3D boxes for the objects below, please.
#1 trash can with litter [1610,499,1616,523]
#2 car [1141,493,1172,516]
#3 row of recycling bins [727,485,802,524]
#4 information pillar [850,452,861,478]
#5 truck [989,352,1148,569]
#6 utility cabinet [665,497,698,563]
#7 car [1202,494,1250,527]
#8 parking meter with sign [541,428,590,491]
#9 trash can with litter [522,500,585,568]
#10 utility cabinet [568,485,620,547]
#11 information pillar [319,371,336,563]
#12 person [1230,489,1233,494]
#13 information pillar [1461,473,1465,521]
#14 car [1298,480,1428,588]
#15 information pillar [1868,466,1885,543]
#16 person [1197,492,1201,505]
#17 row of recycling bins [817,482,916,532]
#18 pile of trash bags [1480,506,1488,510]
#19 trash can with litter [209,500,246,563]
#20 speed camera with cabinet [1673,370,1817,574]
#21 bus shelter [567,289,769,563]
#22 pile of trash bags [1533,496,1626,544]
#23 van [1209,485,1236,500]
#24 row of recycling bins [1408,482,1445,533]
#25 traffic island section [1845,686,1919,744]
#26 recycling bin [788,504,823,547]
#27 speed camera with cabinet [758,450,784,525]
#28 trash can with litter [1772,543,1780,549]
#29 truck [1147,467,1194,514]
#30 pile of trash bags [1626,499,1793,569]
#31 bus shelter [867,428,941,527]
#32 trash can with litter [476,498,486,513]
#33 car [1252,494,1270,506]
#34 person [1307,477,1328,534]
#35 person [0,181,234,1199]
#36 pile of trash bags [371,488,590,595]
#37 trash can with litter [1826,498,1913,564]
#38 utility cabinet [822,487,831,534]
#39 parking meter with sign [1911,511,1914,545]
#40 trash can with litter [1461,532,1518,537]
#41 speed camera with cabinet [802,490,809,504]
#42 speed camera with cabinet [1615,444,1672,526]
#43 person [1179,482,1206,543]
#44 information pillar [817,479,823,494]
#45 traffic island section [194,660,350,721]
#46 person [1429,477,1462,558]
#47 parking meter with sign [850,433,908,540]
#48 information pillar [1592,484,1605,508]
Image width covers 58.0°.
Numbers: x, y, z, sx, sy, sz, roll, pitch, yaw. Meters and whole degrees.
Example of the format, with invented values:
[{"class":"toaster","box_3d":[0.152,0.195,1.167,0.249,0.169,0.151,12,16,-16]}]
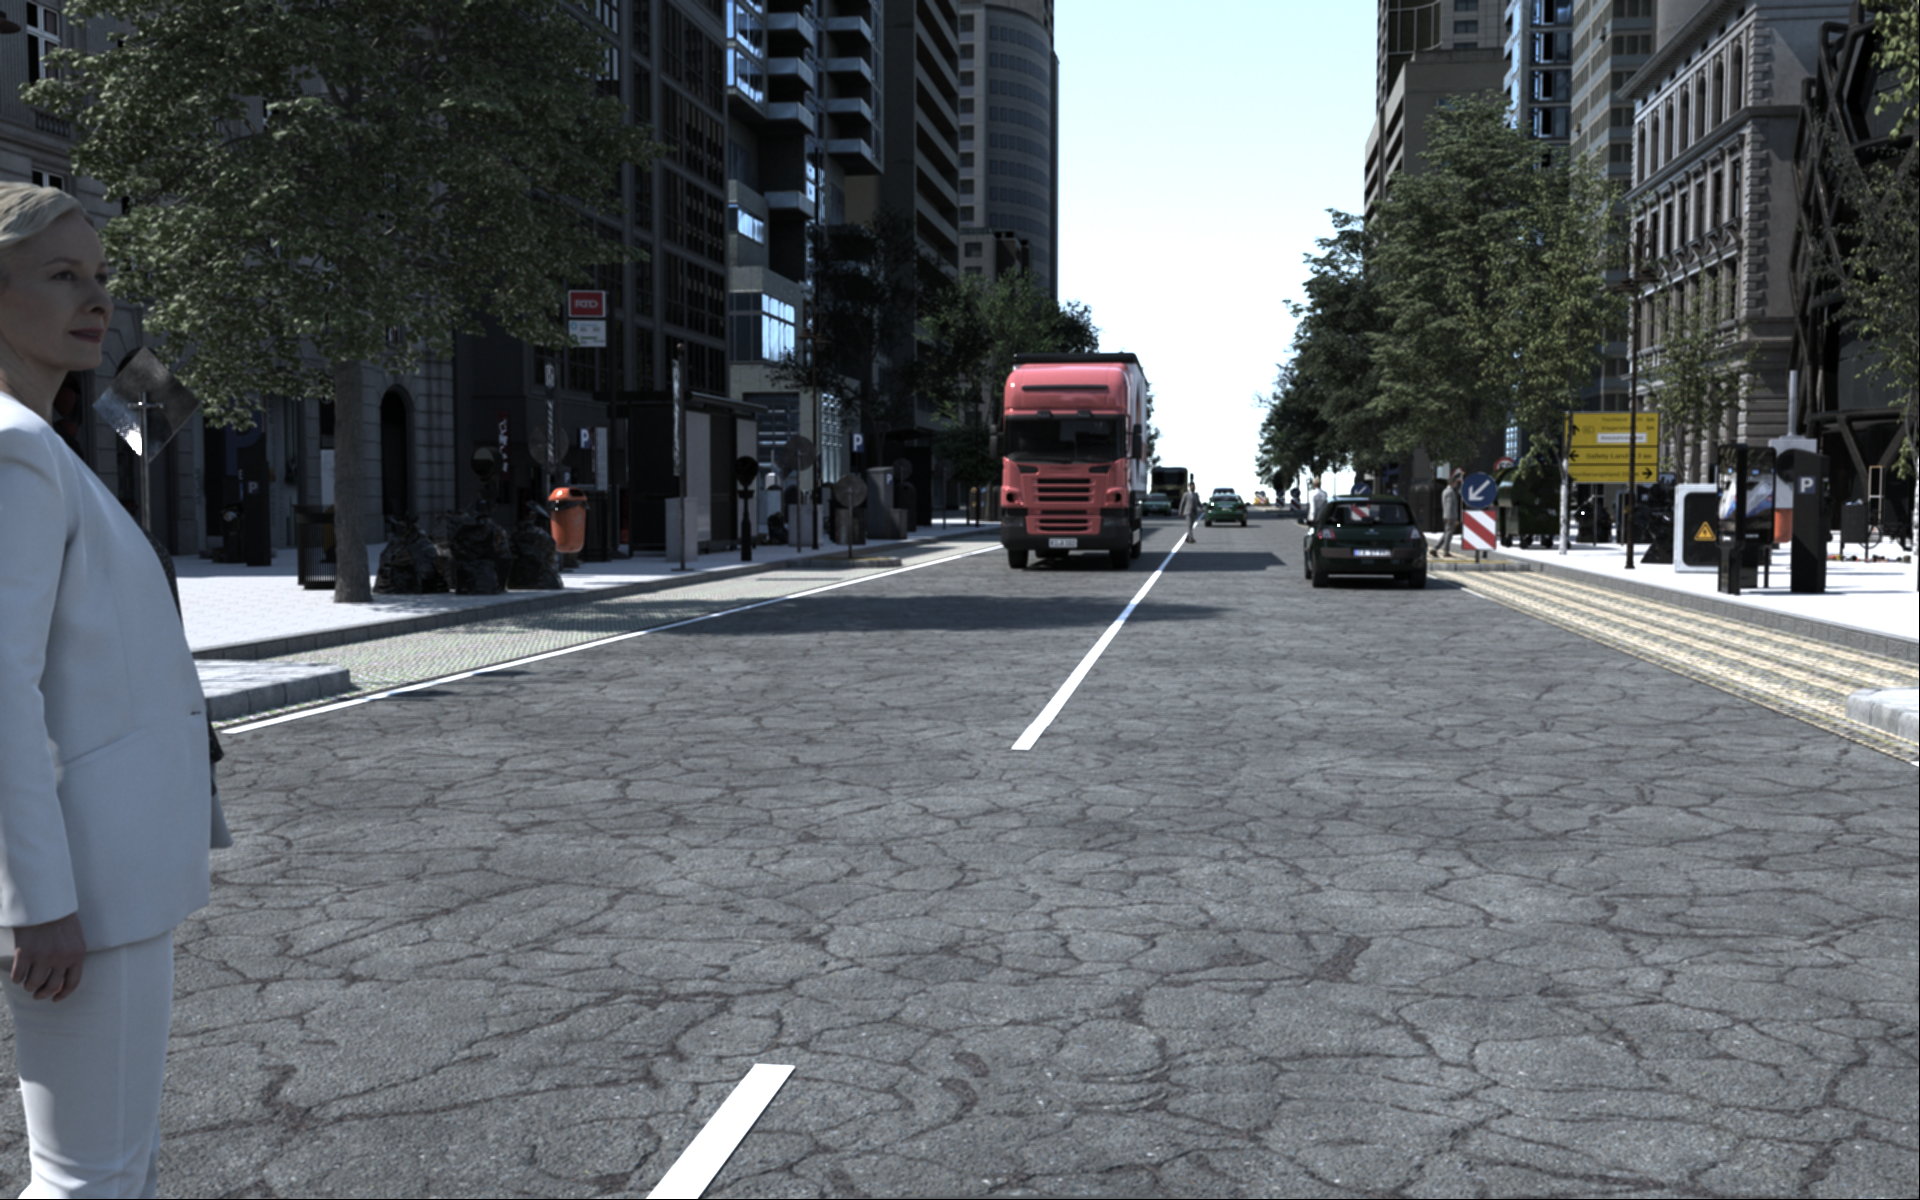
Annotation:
[{"class":"trash can with litter","box_3d":[28.770,-3.941,75.821,1.055,1.170,0.624,-2,4,-34]},{"class":"car","box_3d":[12.749,-6.340,112.455,1.959,1.807,4.718,1,4,10]},{"class":"row of recycling bins","box_3d":[-8.557,-4.202,75.819,3.534,1.692,1.069,1,4,15]},{"class":"information pillar","box_3d":[-4.055,-4.625,66.975,0.504,3.616,0.183,3,4,38]},{"class":"truck","box_3d":[2.572,-2.922,36.685,2.839,4.237,11.283,0,4,8]},{"class":"utility cabinet","box_3d":[-5.294,-1.330,32.899,0.306,1.237,1.020,1,4,11]},{"class":"car","box_3d":[11.826,-3.984,76.939,2.131,1.459,4.920,1,4,9]},{"class":"parking meter with sign","box_3d":[-10.731,-3.045,46.046,1.738,3.016,0.543,1,4,17]},{"class":"trash can with litter","box_3d":[-7.066,-1.148,30.159,1.055,1.170,0.624,0,4,8]},{"class":"utility cabinet","box_3d":[-8.743,-2.000,41.376,1.173,1.500,0.318,-1,4,-10]},{"class":"information pillar","box_3d":[-11.651,-2.498,32.198,0.504,3.616,0.183,0,4,5]},{"class":"person","box_3d":[16.073,-5.736,102.830,0.434,1.755,0.990,-1,4,-14]},{"class":"information pillar","box_3d":[17.421,-3.360,59.435,0.304,2.012,0.304,-2,4,-26]},{"class":"car","box_3d":[6.463,-1.103,27.819,2.009,1.686,4.222,1,4,9]},{"class":"information pillar","box_3d":[24.211,-2.525,45.769,0.304,2.012,0.304,3,5,42]},{"class":"person","box_3d":[31.336,-13.366,227.569,0.750,1.759,0.617,0,4,-8]},{"class":"row of recycling bins","box_3d":[-3.194,-3.185,59.193,3.534,1.692,1.069,1,4,14]},{"class":"pile of trash bags","box_3d":[22.048,-3.741,70.915,1.912,1.369,3.447,2,4,33]},{"class":"trash can with litter","box_3d":[-13.638,-1.275,32.238,1.055,1.170,0.624,3,4,37]},{"class":"speed camera with cabinet","box_3d":[12.608,-2.049,27.843,2.038,3.252,0.660,1,4,22]},{"class":"bus shelter","box_3d":[-6.219,-3.603,36.538,2.179,5.291,8.768,1,4,8]},{"class":"pile of trash bags","box_3d":[16.718,-2.207,45.839,1.912,1.369,3.447,-3,5,-45]},{"class":"van","box_3d":[16.658,-6.245,109.111,2.013,2.044,4.112,1,4,10]},{"class":"row of recycling bins","box_3d":[15.920,-3.190,59.275,1.069,1.692,3.534,0,4,7]},{"class":"traffic island section","box_3d":[6.505,0.748,10.046,2.009,0.180,2.903,1,4,8]},{"class":"recycling bin","box_3d":[-3.797,-1.839,42.619,0.722,1.027,0.722,1,4,10]},{"class":"speed camera with cabinet","box_3d":[-8.373,-4.800,72.812,0.660,3.252,2.038,2,4,33]},{"class":"trash can with litter","box_3d":[18.762,-1.772,40.353,0.624,1.170,1.055,1,4,13]},{"class":"truck","box_3d":[15.161,-7.909,125.231,3.469,3.379,9.791,0,4,8]},{"class":"pile of trash bags","box_3d":[13.742,-1.292,30.875,1.912,1.369,3.447,-1,4,-9]},{"class":"bus shelter","box_3d":[-2.052,-4.495,64.770,1.731,3.624,6.357,1,4,9]},{"class":"trash can with litter","box_3d":[-11.245,-1.879,41.775,1.678,1.210,2.233,1,4,9]},{"class":"car","box_3d":[34.735,-11.600,199.879,2.015,1.641,3.980,1,4,8]},{"class":"person","box_3d":[7.832,-1.775,37.749,0.478,1.798,0.641,0,4,-7]},{"class":"person","box_3d":[-1.266,0.372,2.293,0.514,1.842,0.818,2,4,35]},{"class":"pile of trash bags","box_3d":[-6.212,-0.844,23.546,1.912,1.369,3.447,2,4,24]},{"class":"trash can with litter","box_3d":[17.177,-1.320,32.639,1.678,1.210,2.233,-2,4,-32]},{"class":"utility cabinet","box_3d":[-4.295,-2.887,55.880,0.318,1.500,1.173,0,4,-4]},{"class":"parking meter with sign","box_3d":[24.410,-2.890,43.519,0.543,3.016,1.738,3,5,44]},{"class":"trash can with litter","box_3d":[15.902,-2.496,51.867,2.233,1.210,1.678,-1,4,-14]},{"class":"speed camera with cabinet","box_3d":[-7.687,-5.096,77.654,2.038,3.252,0.660,2,4,23]},{"class":"speed camera with cabinet","box_3d":[27.055,-4.534,68.474,2.038,3.252,0.660,3,4,37]},{"class":"person","box_3d":[6.767,-2.564,50.703,0.678,1.792,0.850,-1,4,-23]},{"class":"information pillar","box_3d":[-6.687,-4.749,82.130,0.304,2.012,0.304,2,4,26]},{"class":"traffic island section","box_3d":[-5.553,0.638,11.845,2.009,0.180,2.903,1,4,8]},{"class":"person","box_3d":[10.985,-1.849,38.845,0.853,1.813,0.709,0,4,-2]},{"class":"parking meter with sign","box_3d":[-2.269,-3.225,48.993,1.738,3.016,0.543,2,4,35]},{"class":"information pillar","box_3d":[19.867,-3.022,53.909,0.304,2.012,0.304,0,3,0]}]
